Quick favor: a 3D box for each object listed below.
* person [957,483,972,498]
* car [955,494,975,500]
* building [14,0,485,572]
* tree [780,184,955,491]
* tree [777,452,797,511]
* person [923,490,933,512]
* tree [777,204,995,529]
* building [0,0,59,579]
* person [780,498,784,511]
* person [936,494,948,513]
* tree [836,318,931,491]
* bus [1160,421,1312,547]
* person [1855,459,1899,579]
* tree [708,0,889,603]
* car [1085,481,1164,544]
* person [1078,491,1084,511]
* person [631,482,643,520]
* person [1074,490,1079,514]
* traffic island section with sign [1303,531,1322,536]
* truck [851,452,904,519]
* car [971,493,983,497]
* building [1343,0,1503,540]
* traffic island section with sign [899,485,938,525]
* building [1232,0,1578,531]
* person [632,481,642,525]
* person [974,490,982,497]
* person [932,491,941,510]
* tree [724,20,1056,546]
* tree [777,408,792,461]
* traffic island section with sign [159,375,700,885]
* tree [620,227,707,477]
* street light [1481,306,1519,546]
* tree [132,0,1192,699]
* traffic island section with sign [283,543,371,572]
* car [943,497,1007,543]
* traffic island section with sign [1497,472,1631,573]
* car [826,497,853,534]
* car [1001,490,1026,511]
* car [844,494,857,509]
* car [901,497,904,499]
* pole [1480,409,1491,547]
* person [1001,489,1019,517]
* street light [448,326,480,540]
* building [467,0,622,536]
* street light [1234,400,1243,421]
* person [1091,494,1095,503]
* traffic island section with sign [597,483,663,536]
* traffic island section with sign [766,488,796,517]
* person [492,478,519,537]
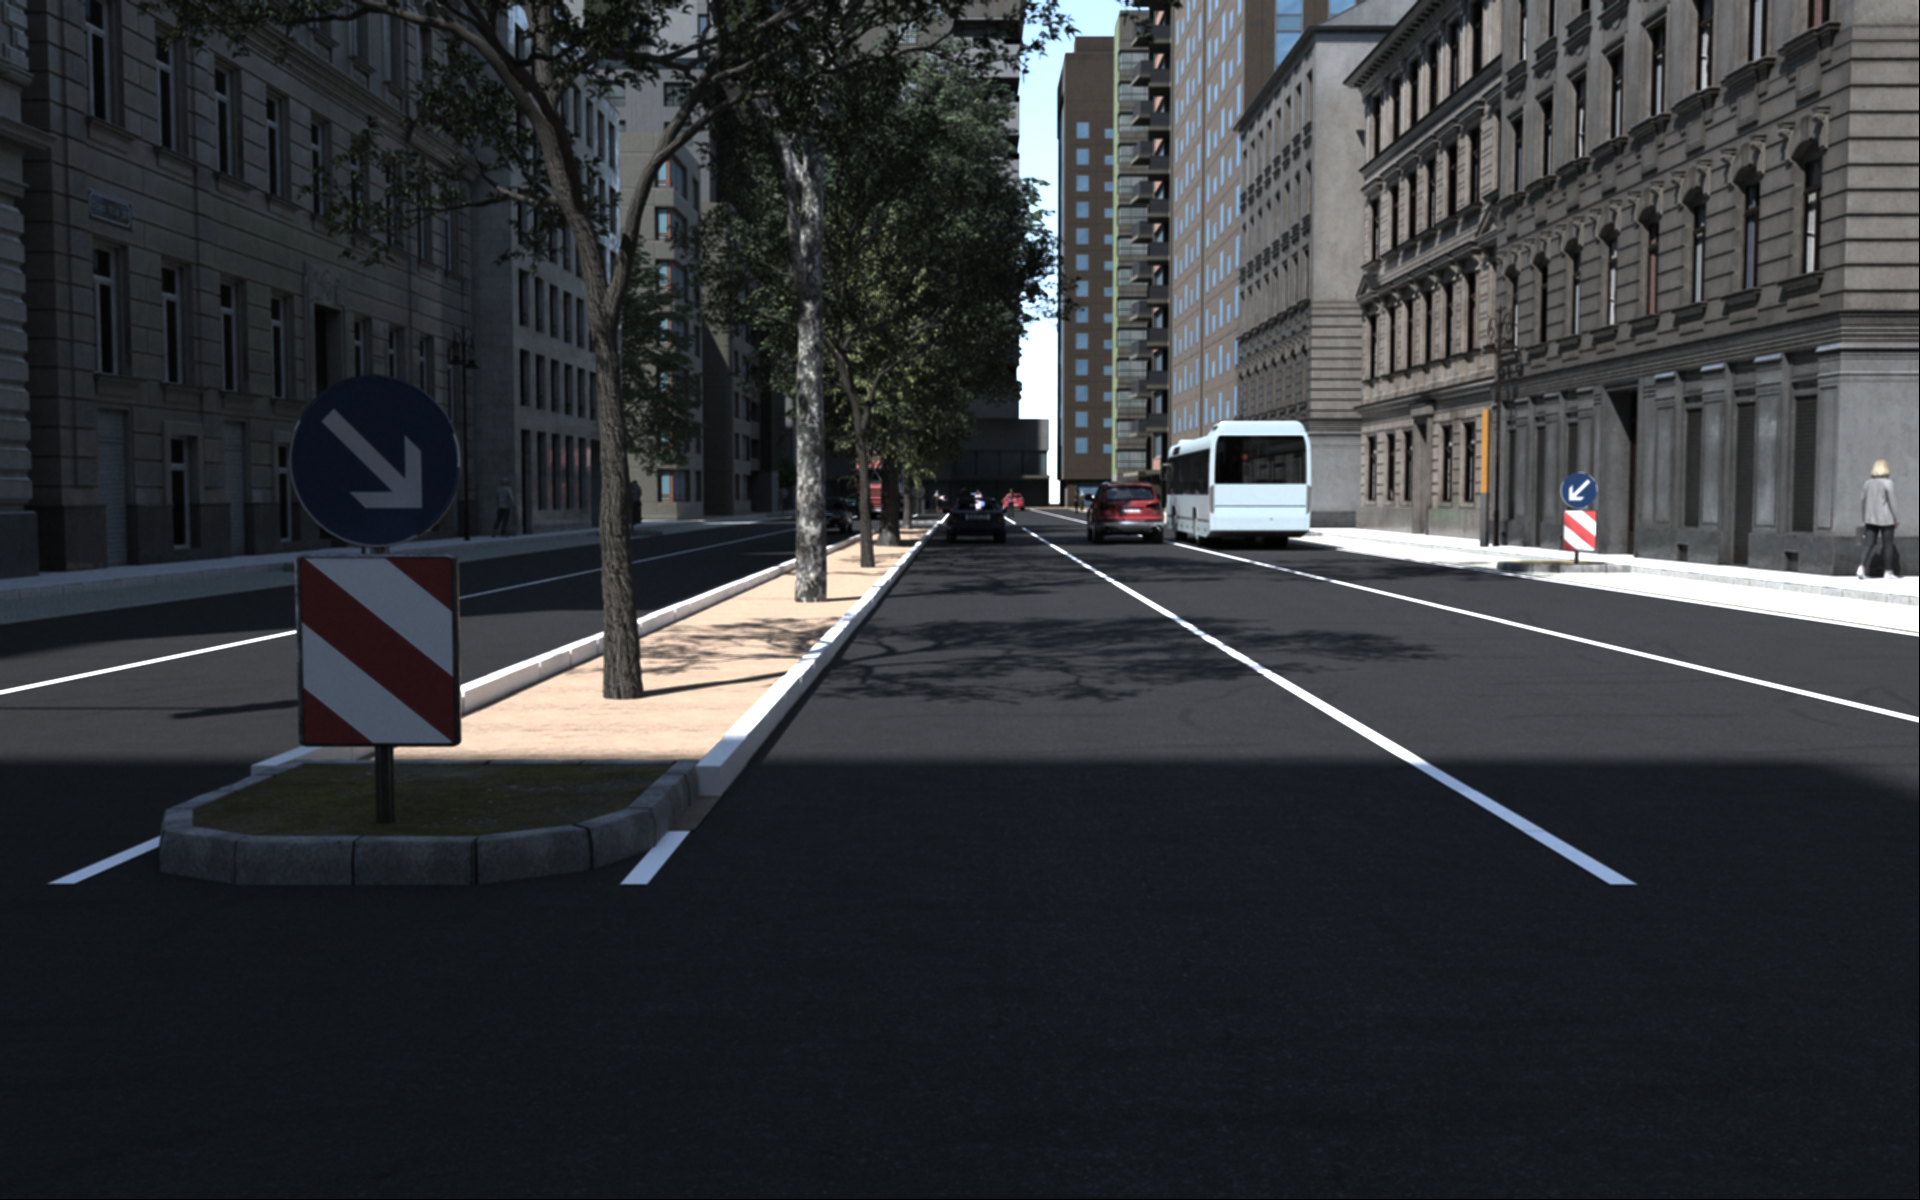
[{"bbox_3d":[0.197,-4.032,73.784,0.648,1.900,0.474,-2,4,-24],"label":"person"},{"bbox_3d":[0.597,-7.989,140.399,2.009,1.686,4.222,0,4,-1],"label":"car"},{"bbox_3d":[-20.362,-14.839,39.880,12.463,27.353,25.104,0,4,0],"label":"building"},{"bbox_3d":[-2.152,-5.330,39.965,4.737,8.622,4.395,0,3,0],"label":"tree"},{"bbox_3d":[-14.146,-9.303,135.822,4.285,4.588,4.351,0,3,0],"label":"tree"},{"bbox_3d":[-2.610,-8.127,142.060,0.721,1.739,1.217,3,5,42],"label":"person"},{"bbox_3d":[-2.621,-8.595,61.119,7.486,12.596,7.792,0,3,0],"label":"tree"},{"bbox_3d":[-19.251,-11.520,17.236,11.050,23.489,19.941,0,4,0],"label":"building"},{"bbox_3d":[-13.650,-7.502,131.896,0.628,1.438,0.799,-1,4,-23],"label":"person"},{"bbox_3d":[-1.395,-7.360,132.019,0.799,1.438,0.628,-3,5,-40],"label":"person"},{"bbox_3d":[-2.372,-6.263,55.227,4.360,8.622,3.978,0,3,0],"label":"tree"},{"bbox_3d":[7.767,-3.390,50.282,2.948,3.499,13.247,0,4,2],"label":"bus"},{"bbox_3d":[13.723,-1.210,26.010,0.728,1.800,0.709,-2,4,-23],"label":"person"},{"bbox_3d":[-3.184,-10.081,23.172,12.611,20.169,13.585,0,3,0],"label":"tree"},{"bbox_3d":[4.891,-2.627,51.621,2.281,1.827,5.304,0,4,1],"label":"car"},{"bbox_3d":[10.358,-8.510,148.370,0.721,1.736,1.217,-1,4,-17],"label":"person"},{"bbox_3d":[-14.619,-4.371,77.605,0.850,1.850,0.679,-2,4,-35],"label":"person"},{"bbox_3d":[8.427,-7.178,126.578,0.721,1.735,1.217,0,4,1],"label":"person"},{"bbox_3d":[11.208,-3.091,59.167,1.989,1.847,2.006,0,4,0],"label":"traffic island section with sign"},{"bbox_3d":[-4.584,-6.873,101.291,2.839,4.237,11.283,0,4,1],"label":"truck"},{"bbox_3d":[1.417,-8.983,156.463,1.945,1.707,3.694,0,4,0],"label":"car"},{"bbox_3d":[19.212,-11.580,53.965,10.561,19.102,19.286,0,4,0],"label":"building"},{"bbox_3d":[-2.012,-4.544,82.424,2.006,1.907,1.989,0,4,0],"label":"traffic island section with sign"},{"bbox_3d":[17.761,-13.711,73.324,9.793,20.994,18.267,0,4,0],"label":"building"},{"bbox_3d":[-13.381,-3.988,71.157,0.656,1.842,0.836,0,4,-2],"label":"person"},{"bbox_3d":[1.261,-6.783,120.077,0.551,1.740,0.621,0,4,-3],"label":"person"},{"bbox_3d":[-1.946,-8.737,152.083,1.217,1.736,0.721,-3,4,-36],"label":"person"},{"bbox_3d":[-1.966,-8.445,47.185,9.857,13.997,8.962,0,3,0],"label":"tree"},{"bbox_3d":[-14.633,-10.928,129.036,4.360,8.622,3.978,0,3,0],"label":"tree"},{"bbox_3d":[-2.233,0.052,7.285,2.006,1.907,1.989,0,4,0],"label":"traffic island section with sign"},{"bbox_3d":[-14.874,-9.550,74.265,7.486,12.596,7.792,0,3,0],"label":"tree"},{"bbox_3d":[13.253,-4.273,42.652,0.468,5.910,1.993,0,4,0],"label":"street light"},{"bbox_3d":[-2.335,-4.605,12.159,8.767,10.594,7.601,0,4,0],"label":"tree"},{"bbox_3d":[-11.393,-1.468,32.622,1.989,1.847,2.006,0,4,0],"label":"traffic island section with sign"},{"bbox_3d":[0.466,-2.418,52.116,1.945,1.354,3.894,0,4,-1],"label":"car"},{"bbox_3d":[11.119,-1.441,32.183,1.989,1.847,2.006,0,4,0],"label":"traffic island section with sign"},{"bbox_3d":[-4.909,-3.120,63.598,1.945,1.354,3.894,0,4,1],"label":"car"},{"bbox_3d":[4.644,-8.624,150.045,2.155,1.783,4.494,0,4,-1],"label":"car"},{"bbox_3d":[-8.899,-8.274,147.077,2.131,1.459,4.920,0,4,2],"label":"car"},{"bbox_3d":[-5.019,-8.536,152.146,1.945,1.354,3.894,0,4,-1],"label":"car"},{"bbox_3d":[12.694,-2.936,41.839,0.158,3.312,0.155,0,3,0],"label":"pole"},{"bbox_3d":[3.111,-5.971,106.838,1.217,1.743,0.721,-1,4,-18],"label":"person"},{"bbox_3d":[-13.667,-4.591,47.845,0.468,5.910,1.993,0,4,0],"label":"street light"},{"bbox_3d":[-18.808,-12.617,61.033,10.420,20.320,16.860,0,4,0],"label":"building"},{"bbox_3d":[13.267,-6.696,82.259,0.468,5.910,1.993,0,4,0],"label":"street light"},{"bbox_3d":[11.136,-8.156,145.035,0.628,1.438,0.799,-3,4,-37],"label":"person"},{"bbox_3d":[-11.315,-3.116,59.577,1.989,1.847,2.006,0,4,0],"label":"traffic island section with sign"},{"bbox_3d":[-11.158,-6.164,109.416,1.989,1.847,2.006,0,4,0],"label":"traffic island section with sign"},{"bbox_3d":[-13.412,-2.729,51.140,0.782,1.767,0.515,1,4,21],"label":"person"}]
